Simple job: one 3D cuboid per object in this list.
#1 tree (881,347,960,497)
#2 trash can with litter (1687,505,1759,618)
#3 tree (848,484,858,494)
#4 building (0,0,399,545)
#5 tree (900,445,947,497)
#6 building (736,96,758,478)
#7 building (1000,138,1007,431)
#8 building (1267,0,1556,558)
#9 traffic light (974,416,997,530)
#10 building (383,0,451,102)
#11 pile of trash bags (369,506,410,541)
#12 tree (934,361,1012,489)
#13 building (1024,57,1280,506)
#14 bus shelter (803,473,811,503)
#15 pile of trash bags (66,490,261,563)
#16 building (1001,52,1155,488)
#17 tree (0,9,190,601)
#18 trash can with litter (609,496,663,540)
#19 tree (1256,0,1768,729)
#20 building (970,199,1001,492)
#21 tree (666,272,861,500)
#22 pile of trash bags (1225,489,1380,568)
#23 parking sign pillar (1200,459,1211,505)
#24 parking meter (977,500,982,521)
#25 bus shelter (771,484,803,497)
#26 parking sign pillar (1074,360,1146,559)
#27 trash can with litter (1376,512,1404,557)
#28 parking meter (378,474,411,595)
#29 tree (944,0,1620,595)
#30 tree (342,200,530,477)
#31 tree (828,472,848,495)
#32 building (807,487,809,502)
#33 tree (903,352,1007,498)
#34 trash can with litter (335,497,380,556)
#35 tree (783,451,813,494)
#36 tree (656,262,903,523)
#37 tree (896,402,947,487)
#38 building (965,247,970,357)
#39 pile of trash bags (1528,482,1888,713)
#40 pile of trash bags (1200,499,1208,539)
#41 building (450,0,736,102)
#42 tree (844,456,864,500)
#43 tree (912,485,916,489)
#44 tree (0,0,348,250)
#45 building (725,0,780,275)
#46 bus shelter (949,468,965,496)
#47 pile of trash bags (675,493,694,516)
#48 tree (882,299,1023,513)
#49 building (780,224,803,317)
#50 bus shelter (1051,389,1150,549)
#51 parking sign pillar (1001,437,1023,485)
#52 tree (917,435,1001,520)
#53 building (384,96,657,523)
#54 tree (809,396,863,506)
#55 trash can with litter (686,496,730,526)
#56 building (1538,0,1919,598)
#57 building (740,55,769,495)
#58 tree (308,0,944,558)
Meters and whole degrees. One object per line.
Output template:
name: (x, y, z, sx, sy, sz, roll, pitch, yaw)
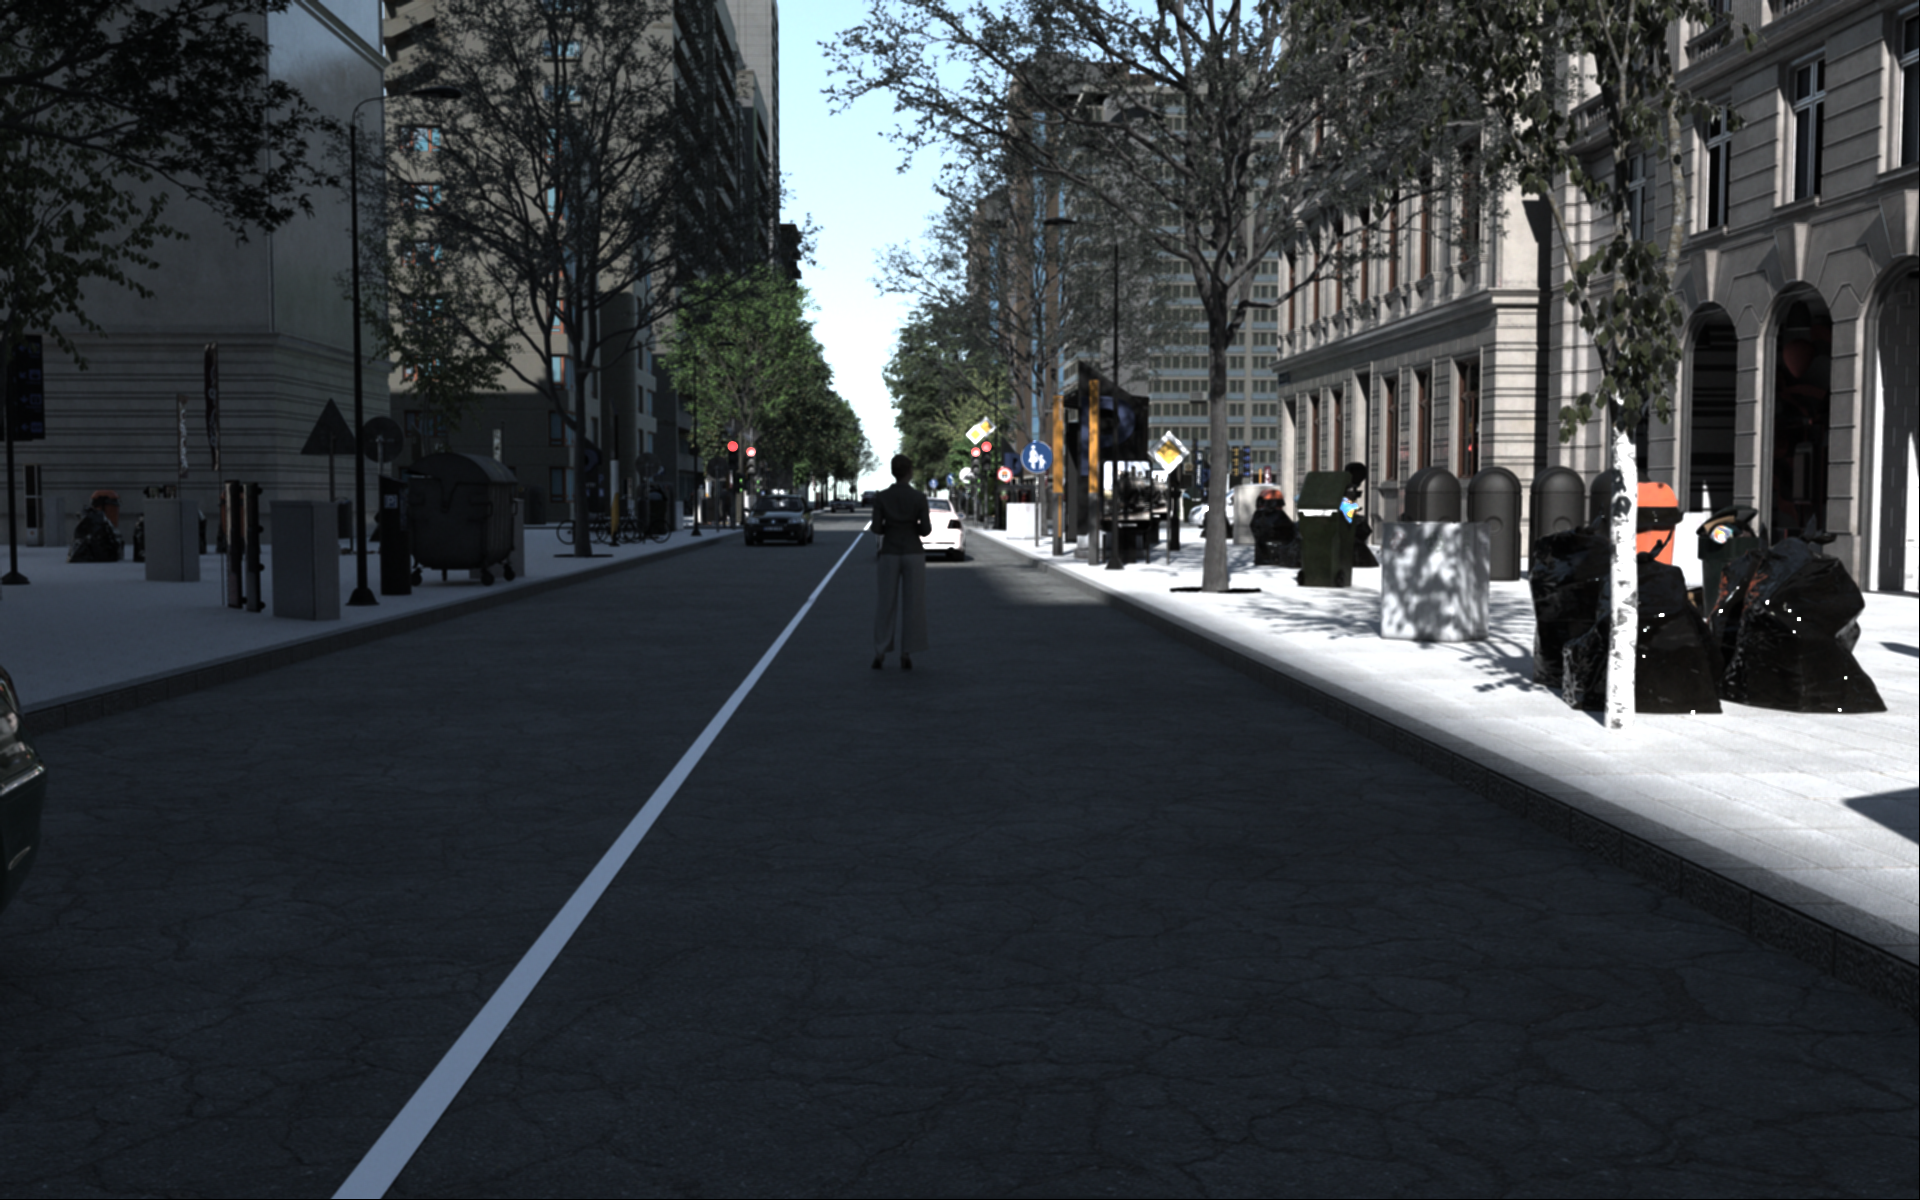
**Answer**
tree: (-2.833, -21.516, 207.672, 12.611, 20.169, 13.585, 0, 3, 0)
trash can with litter: (7.776, -0.404, 17.999, 0.624, 1.170, 1.055, -1, 4, -15)
tree: (-18.143, -18.280, 293.479, 1.663, 3.219, 1.824, 0, 3, 0)
building: (-27.284, -12.949, 47.881, 21.152, 22.565, 11.583, 0, 4, -2)
tree: (-3.903, -19.170, 230.429, 9.611, 12.733, 9.660, 0, 3, 0)
building: (-27.658, -29.920, 172.794, 14.154, 41.232, 14.086, 0, 4, -2)
building: (16.048, -33.281, 198.770, 22.147, 44.769, 28.867, 0, 4, -2)
building: (15.302, -12.713, 44.011, 11.583, 22.565, 21.152, 0, 4, -2)
traffic light: (0.920, -4.493, 62.376, 0.839, 4.253, 0.868, 0, 4, -2)
building: (-30.662, -30.890, 128.745, 21.300, 48.544, 21.600, 0, 4, -2)
pile of trash bags: (-14.345, -2.266, 46.805, 3.447, 1.369, 1.912, 2, 4, 34)
tree: (0.915, -8.912, 96.076, 4.737, 8.622, 4.395, 0, 3, 0)
building: (22.354, -28.544, 158.570, 32.217, 40.220, 23.993, 0, 4, -2)
bus shelter: (-12.580, -8.624, 134.927, 2.014, 3.302, 5.546, 0, 4, -2)
pile of trash bags: (-15.294, -1.433, 33.177, 3.447, 1.369, 1.912, 0, 4, -3)
building: (12.177, -32.231, 177.092, 14.600, 45.320, 14.200, 0, 4, -2)
tree: (-11.636, -4.310, 20.836, 4.737, 8.622, 4.395, 0, 3, 0)
trash can with litter: (-9.221, -2.322, 49.017, 1.678, 1.210, 2.233, 1, 4, 17)
tree: (3.386, -3.602, 9.249, 4.360, 8.622, 3.978, 0, 3, 0)
building: (9.298, -36.985, 254.822, 14.600, 45.320, 14.200, 0, 4, -2)
tree: (-10.513, -10.550, 89.501, 9.611, 12.733, 9.660, 0, 3, 0)
pile of trash bags: (6.173, -1.332, 31.537, 1.912, 1.369, 3.447, -1, 4, -13)
parking sign pillar: (18.943, -8.810, 132.511, 1.447, 3.967, 1.447, -2, 4, -32)
parking meter: (0.889, -4.501, 82.009, 0.372, 1.533, 0.369, 0, 3, 0)
bus shelter: (-11.758, -7.411, 115.085, 2.014, 3.302, 5.546, 0, 4, -2)
parking sign pillar: (2.999, -2.818, 34.543, 1.447, 3.967, 1.447, 0, 4, 7)
trash can with litter: (9.022, -1.460, 35.255, 1.055, 1.170, 0.624, 2, 4, 25)
parking meter: (-7.199, -0.835, 22.071, 0.372, 1.533, 0.369, 0, 3, 0)
tree: (3.384, -6.838, 22.166, 12.009, 13.543, 11.850, 0, 3, 0)
tree: (-12.843, -5.646, 42.667, 4.737, 8.622, 4.395, 0, 3, 0)
tree: (-15.050, -16.252, 216.088, 4.737, 8.622, 4.395, 0, 3, 0)
building: (-33.111, -31.937, 293.876, 14.160, 30.474, 14.107, 0, 4, -2)
tree: (-0.158, -12.173, 124.782, 9.928, 11.665, 9.643, 0, 3, 0)
trash can with litter: (-12.863, -1.594, 37.126, 1.678, 1.210, 2.233, 2, 4, 29)
tree: (-14.250, -9.791, 143.788, 4.285, 4.588, 4.351, 0, 3, 0)
tree: (-9.566, -9.190, 76.015, 9.928, 11.665, 9.643, 0, 3, 0)
tree: (-2.819, -15.633, 173.725, 7.486, 12.596, 7.792, 0, 3, 0)
building: (12.114, -38.900, 290.643, 22.147, 44.769, 28.867, 0, 4, -2)
pile of trash bags: (4.815, -0.116, 11.648, 1.912, 1.369, 3.447, 1, 4, 12)
pile of trash bags: (7.918, -2.439, 49.627, 1.912, 1.369, 3.447, 0, 4, 4)
building: (-31.466, -32.461, 154.437, 21.300, 48.544, 21.600, 0, 4, -2)
tree: (-18.001, -20.568, 286.656, 4.360, 8.622, 3.978, 0, 3, 0)
tree: (-2.521, -12.299, 184.794, 4.285, 4.588, 4.351, 0, 3, 0)
tree: (-7.914, -4.747, 12.023, 7.601, 10.594, 8.767, 0, 4, -3)
building: (-33.847, -49.393, 245.832, 20.563, 71.187, 20.611, 0, 4, -2)
bus shelter: (0.010, -9.958, 140.448, 2.179, 5.291, 8.768, 0, 4, -2)
pile of trash bags: (-16.659, -5.807, 104.704, 1.912, 1.369, 3.447, 1, 4, 15)
tree: (-0.166, -12.515, 111.272, 9.857, 13.997, 8.962, 0, 3, 0)
building: (-36.085, -37.725, 271.429, 22.147, 44.769, 28.867, 0, 4, -2)
bus shelter: (3.347, -3.100, 41.973, 1.731, 3.624, 6.357, 0, 4, -2)
parking sign pillar: (2.461, -5.713, 81.877, 1.447, 3.967, 1.447, 3, 4, 36)
tree: (0.864, -6.313, 86.938, 4.285, 4.588, 4.351, 0, 3, 0)
building: (-31.813, -15.023, 90.669, 27.650, 21.520, 28.899, 0, 4, -2)
tree: (-14.091, -16.510, 188.062, 7.486, 12.596, 7.792, 0, 3, 0)
trash can with litter: (-10.439, -3.788, 72.985, 2.233, 1.210, 1.678, 0, 4, -1)
building: (17.515, -10.973, 21.211, 13.314, 21.916, 24.055, 0, 4, -2)
building: (-32.350, -34.649, 190.211, 21.300, 48.544, 21.600, 0, 4, -2)
tree: (-7.820, -7.613, 34.851, 12.009, 13.543, 11.850, 0, 3, 0)
